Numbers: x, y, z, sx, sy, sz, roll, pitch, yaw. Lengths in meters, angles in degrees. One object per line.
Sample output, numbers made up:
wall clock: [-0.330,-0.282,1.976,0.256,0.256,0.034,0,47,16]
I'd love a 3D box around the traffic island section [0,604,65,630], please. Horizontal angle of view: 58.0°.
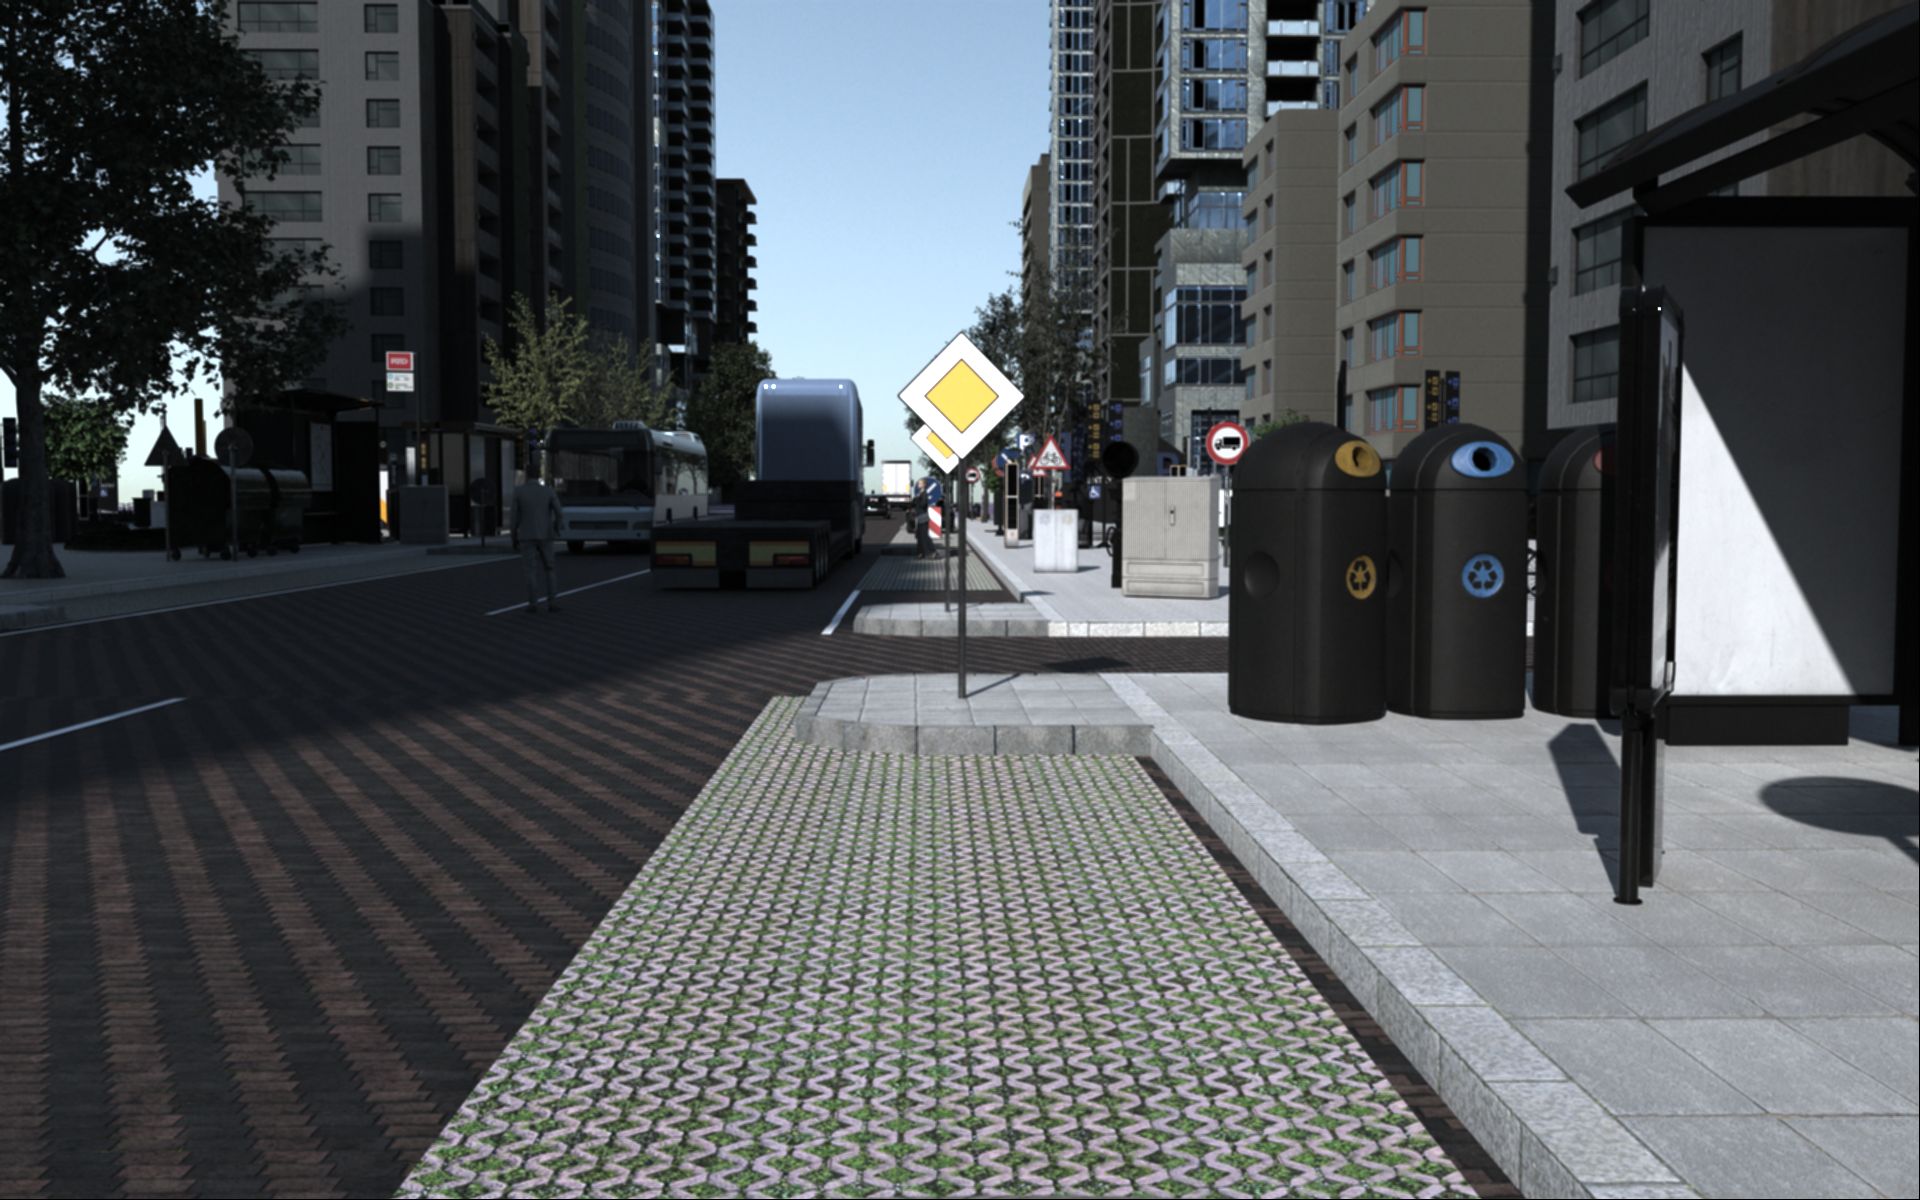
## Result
traffic island section: [-11.105,0.221,18.673,2.009,0.180,2.903,0,4,-1]

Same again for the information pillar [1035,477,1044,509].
information pillar: [3.061,-3.840,67.270,0.304,2.012,0.304,3,5,40]

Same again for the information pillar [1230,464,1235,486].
information pillar: [14.709,-6.242,93.413,0.183,3.616,0.504,-1,4,-18]

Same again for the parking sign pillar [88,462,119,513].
parking sign pillar: [-40.480,-5.701,81.686,1.447,3.967,1.447,-3,5,-41]

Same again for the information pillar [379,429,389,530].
information pillar: [-20.842,-4.348,62.445,0.504,3.616,0.183,0,4,-4]

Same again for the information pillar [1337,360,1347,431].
information pillar: [6.612,-2.367,30.062,0.183,3.616,0.504,1,4,21]

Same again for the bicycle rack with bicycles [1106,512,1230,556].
bicycle rack with bicycles: [4.351,-1.298,34.602,2.852,0.926,2.925,-1,4,-9]

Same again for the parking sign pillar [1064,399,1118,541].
parking sign pillar: [3.752,-3.661,48.329,1.447,3.967,1.447,1,4,8]

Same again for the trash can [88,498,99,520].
trash can: [-31.883,-3.164,63.380,0.748,1.137,0.748,0,3,0]

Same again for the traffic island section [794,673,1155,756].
traffic island section: [0.034,0.697,10.890,2.009,0.180,2.903,0,4,-1]

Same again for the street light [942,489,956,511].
street light: [-0.092,-7.372,93.076,1.470,5.913,1.316,0,4,-1]

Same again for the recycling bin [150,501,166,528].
recycling bin: [-28.295,-3.006,61.705,0.722,1.027,0.722,1,4,19]

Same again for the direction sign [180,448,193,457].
direction sign: [-37.775,-5.652,84.403,0.379,3.537,0.876,3,4,37]

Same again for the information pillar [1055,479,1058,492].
information pillar: [4.530,-4.819,83.286,0.304,2.012,0.304,1,4,21]

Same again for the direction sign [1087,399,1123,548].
direction sign: [3.464,-3.031,41.548,0.876,3.537,0.379,-1,4,-10]

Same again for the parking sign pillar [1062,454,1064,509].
parking sign pillar: [3.894,-4.048,54.651,1.447,3.967,1.447,1,4,16]

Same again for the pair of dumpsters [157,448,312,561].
pair of dumpsters: [-14.735,-2.007,35.316,1.574,2.255,4.437,0,4,-1]

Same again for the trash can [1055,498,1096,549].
trash can: [2.812,-1.771,40.610,0.748,1.137,0.748,0,3,0]

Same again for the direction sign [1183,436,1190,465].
direction sign: [8.884,-4.650,68.027,0.379,3.537,0.876,0,4,-7]

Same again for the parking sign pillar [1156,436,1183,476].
parking sign pillar: [9.782,-5.631,80.546,1.447,3.967,1.447,2,4,28]

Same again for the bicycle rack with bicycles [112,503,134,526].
bicycle rack with bicycles: [-33.064,-3.458,69.926,2.852,0.926,2.925,0,4,8]

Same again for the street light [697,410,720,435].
street light: [-13.953,-7.529,95.633,1.470,5.913,1.316,0,4,-1]

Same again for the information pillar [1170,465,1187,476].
information pillar: [5.581,-2.433,44.277,0.304,2.012,0.304,-3,5,-40]

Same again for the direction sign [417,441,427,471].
direction sign: [-17.754,-4.036,57.989,0.876,3.537,0.379,1,4,12]

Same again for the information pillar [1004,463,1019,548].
information pillar: [1.216,-2.232,40.987,0.304,2.012,0.304,0,4,-7]

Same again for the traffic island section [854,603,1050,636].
traffic island section: [-0.116,0.208,18.873,2.009,0.180,2.903,0,4,-1]

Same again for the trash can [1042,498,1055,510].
trash can: [3.319,-2.896,58.997,0.748,1.137,0.748,0,3,0]

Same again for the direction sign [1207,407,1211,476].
direction sign: [6.532,-3.270,45.461,0.379,3.537,0.876,0,4,4]

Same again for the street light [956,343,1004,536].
street light: [0.699,-4.928,53.107,1.470,5.913,1.316,0,4,-1]

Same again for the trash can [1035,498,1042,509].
trash can: [3.092,-3.124,62.727,0.748,1.137,0.748,0,3,0]

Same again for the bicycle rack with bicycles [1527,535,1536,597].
bicycle rack with bicycles: [7.736,-0.459,20.893,2.852,0.926,2.925,-3,5,-43]

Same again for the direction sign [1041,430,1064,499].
direction sign: [3.303,-4.221,61.009,0.876,3.537,0.379,0,4,-1]

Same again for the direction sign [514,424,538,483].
direction sign: [-14.145,-3.946,56.520,0.379,3.537,0.876,3,5,40]

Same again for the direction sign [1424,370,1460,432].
direction sign: [8.857,-2.440,31.883,0.876,3.537,0.379,-2,4,-32]

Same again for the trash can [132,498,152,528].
trash can: [-31.093,-3.316,65.866,0.748,1.137,0.748,0,3,0]

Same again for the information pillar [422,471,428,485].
information pillar: [-23.128,-5.102,74.766,0.504,3.616,0.183,0,4,-3]

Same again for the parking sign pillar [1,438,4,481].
parking sign pillar: [-46.544,-5.777,82.922,1.447,3.967,1.447,-1,4,-21]

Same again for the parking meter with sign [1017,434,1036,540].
parking meter with sign: [1.841,-3.242,49.270,0.543,3.016,1.738,0,4,5]

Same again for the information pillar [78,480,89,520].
information pillar: [-30.544,-3.417,60.354,0.304,2.012,0.304,-2,4,-30]

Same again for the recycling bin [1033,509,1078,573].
recycling bin: [1.570,-0.976,28.505,0.722,1.027,0.722,0,4,1]

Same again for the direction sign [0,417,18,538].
direction sign: [-28.351,-3.622,51.212,0.876,3.537,0.379,-1,4,-19]
